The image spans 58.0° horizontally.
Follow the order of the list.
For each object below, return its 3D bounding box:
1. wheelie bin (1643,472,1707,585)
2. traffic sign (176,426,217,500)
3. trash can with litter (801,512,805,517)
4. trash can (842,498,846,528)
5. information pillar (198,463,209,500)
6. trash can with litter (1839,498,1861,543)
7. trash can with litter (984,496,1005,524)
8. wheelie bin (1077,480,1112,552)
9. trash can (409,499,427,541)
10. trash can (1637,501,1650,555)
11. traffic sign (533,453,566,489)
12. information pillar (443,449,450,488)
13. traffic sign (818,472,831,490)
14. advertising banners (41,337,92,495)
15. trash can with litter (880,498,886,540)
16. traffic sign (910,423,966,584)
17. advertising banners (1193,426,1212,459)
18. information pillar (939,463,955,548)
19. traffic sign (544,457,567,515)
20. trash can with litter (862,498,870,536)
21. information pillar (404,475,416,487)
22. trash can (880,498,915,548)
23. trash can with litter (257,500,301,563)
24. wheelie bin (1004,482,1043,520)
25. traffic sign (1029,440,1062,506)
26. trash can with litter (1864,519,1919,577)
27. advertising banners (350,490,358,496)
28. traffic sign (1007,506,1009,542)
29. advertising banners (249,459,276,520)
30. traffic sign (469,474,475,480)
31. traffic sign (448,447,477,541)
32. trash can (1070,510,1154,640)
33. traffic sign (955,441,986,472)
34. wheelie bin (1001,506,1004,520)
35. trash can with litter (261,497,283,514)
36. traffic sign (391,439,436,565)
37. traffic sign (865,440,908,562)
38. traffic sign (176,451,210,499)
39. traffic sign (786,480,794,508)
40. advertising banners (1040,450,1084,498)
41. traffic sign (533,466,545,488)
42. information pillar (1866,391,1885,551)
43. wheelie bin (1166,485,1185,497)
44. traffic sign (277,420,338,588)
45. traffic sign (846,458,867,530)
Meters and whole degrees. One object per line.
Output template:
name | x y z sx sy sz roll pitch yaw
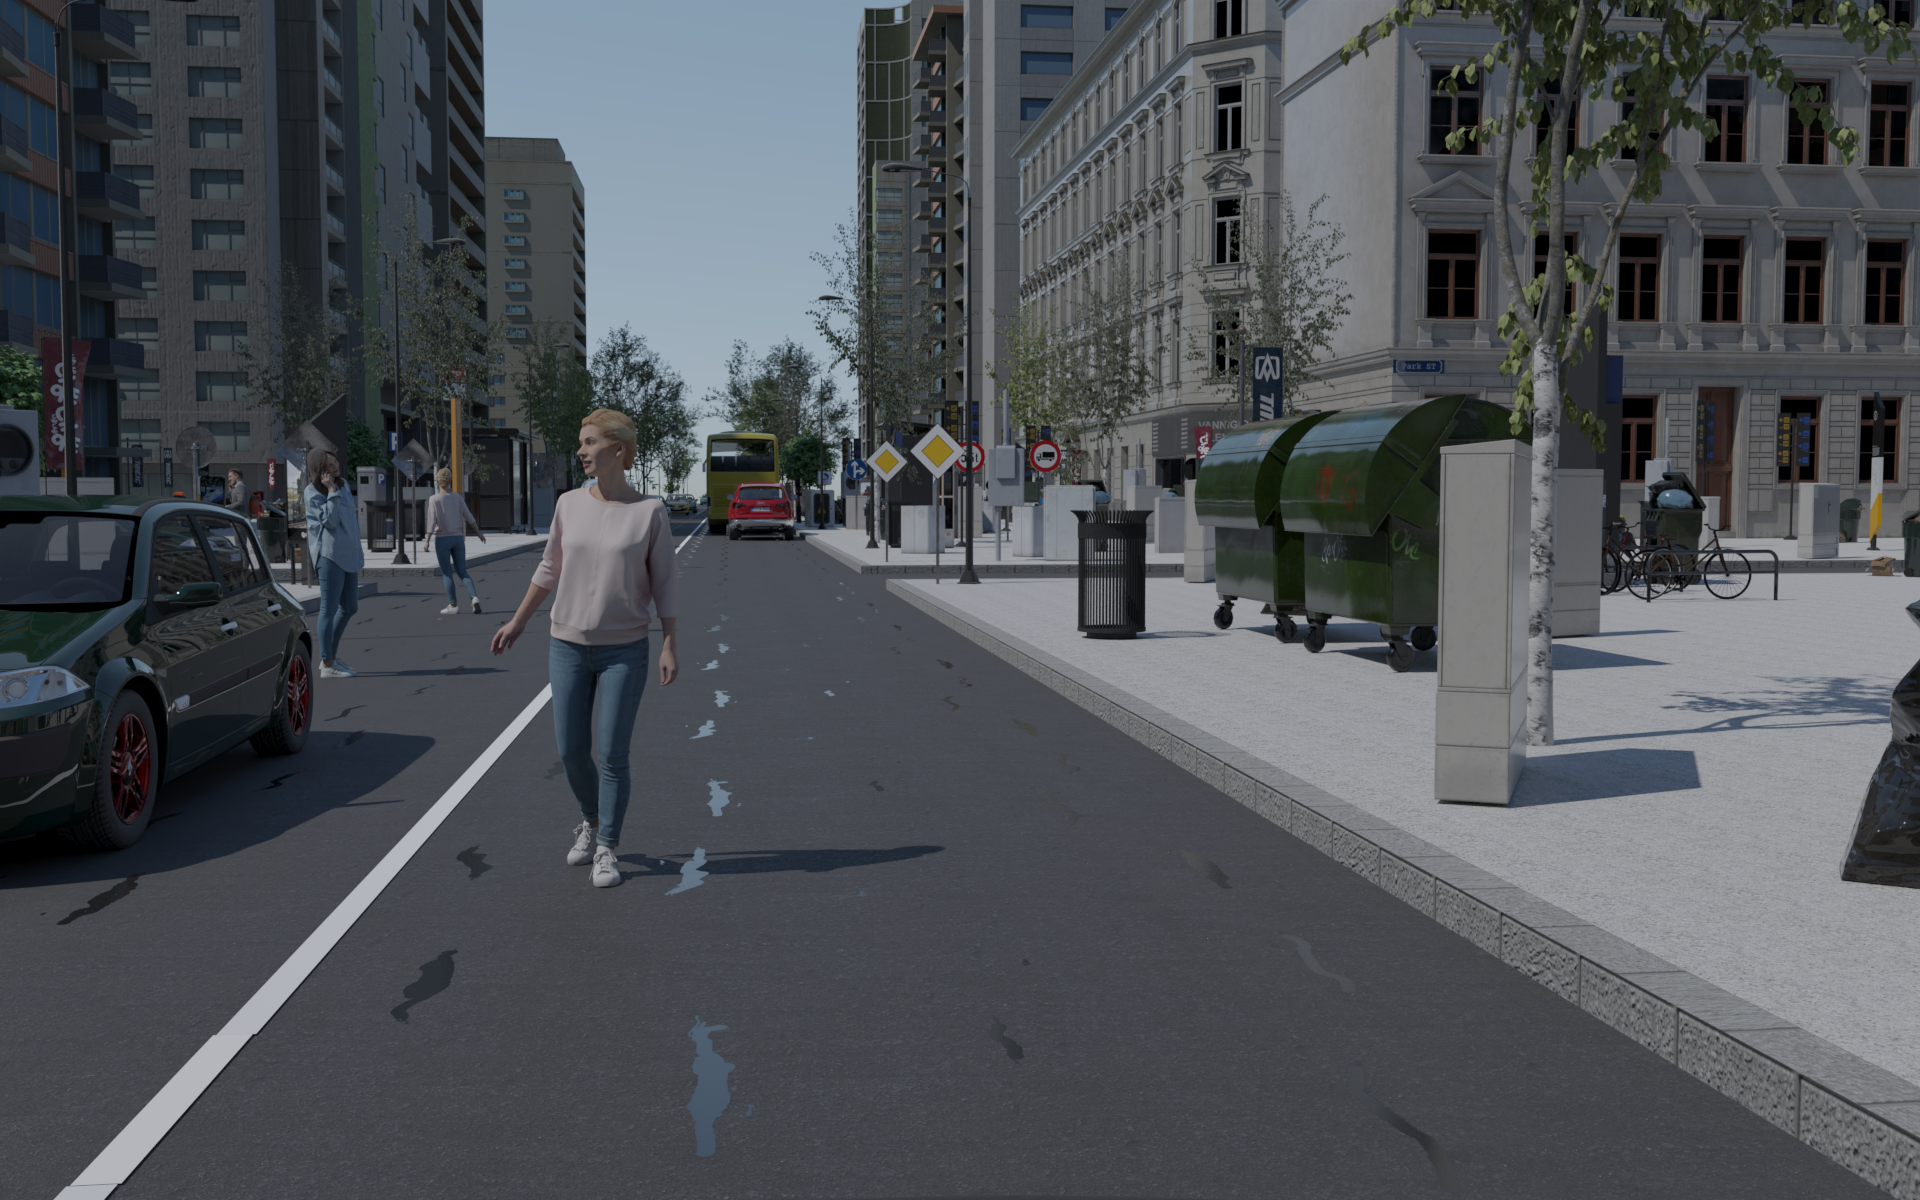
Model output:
wheelie bin | 10.135 -1.021 24.605 0.693 1.594 0.980 0 4 -3
traffic sign | -14.279 -1.974 32.387 0.768 2.556 0.104 0 4 2
trash can with litter | -8.981 -5.318 98.342 1.055 1.170 0.624 -2 4 -34
trash can | -4.153 -3.317 65.878 0.748 1.137 0.748 0 3 0
information pillar | -35.627 -5.522 81.645 0.504 3.616 0.183 -2 4 -30
trash can with litter | 23.326 -2.093 45.600 1.055 1.170 0.624 -2 4 -35
trash can with litter | 1.262 -3.966 75.896 1.678 1.210 2.233 0 4 -1
wheelie bin | 2.926 -1.876 38.582 0.980 1.594 0.693 2 4 32
trash can | -14.947 -2.185 47.377 0.748 1.137 0.748 0 3 0
trash can | 14.761 -1.536 36.767 0.748 1.137 0.748 0 3 0
traffic sign | -20.571 -5.604 85.499 2.265 3.308 0.079 0 3 0
information pillar | -25.517 -5.796 86.112 0.504 3.616 0.183 3 5 45
traffic sign | -6.044 -4.609 77.480 0.606 2.300 0.079 0 4 -5
advertising banners | -10.582 -1.394 18.984 2.074 3.025 0.090 -3 5 -43
trash can with litter | -1.744 -2.238 47.974 1.055 1.170 0.624 1 4 15
traffic sign | -0.320 -1.282 24.610 0.795 2.450 0.064 0 4 -8
advertising banners | 6.911 -2.937 44.213 2.074 3.025 0.090 2 4 30
information pillar | -0.320 -2.231 40.971 0.304 2.012 0.304 -1 4 -18
traffic sign | -13.854 -3.620 59.290 0.768 2.556 0.104 0 4 -7
trash can with litter | -2.438 -2.557 53.192 1.055 1.170 0.624 -1 4 -18
information pillar | -20.798 -3.728 65.446 0.304 2.012 0.304 -3 4 -38
trash can | -1.437 -1.812 41.284 0.748 1.137 0.748 0 3 0
trash can with litter | -12.503 -1.273 32.198 1.055 1.170 0.624 -1 4 -10
wheelie bin | 1.705 -2.231 44.380 0.980 1.594 0.693 0 4 7
traffic sign | 1.998 -2.479 40.644 0.768 2.556 0.104 0 4 -7
trash can with litter | 14.642 -0.946 26.862 1.055 1.170 0.624 2 4 35
advertising banners | -22.170 -4.093 63.112 2.074 3.025 0.090 -2 4 -29
traffic sign | 1.291 -2.727 46.716 0.606 2.300 0.079 0 4 -7
advertising banners | -34.746 -5.488 85.910 2.074 3.025 0.090 1 4 17
traffic sign | -17.890 -3.914 64.103 0.768 2.556 0.104 0 4 -1
traffic sign | -13.468 -2.865 46.949 0.768 2.556 0.104 0 4 -7
trash can | 1.355 -0.232 15.454 0.748 1.137 0.748 0 3 0
traffic sign | 0.225 -2.523 41.353 0.768 2.556 0.104 0 4 -2
wheelie bin | 2.239 -4.842 87.079 0.980 1.594 0.693 1 4 17
trash can with litter | -16.383 -1.873 41.689 1.678 1.210 2.233 1 4 15
traffic sign | -9.899 -1.698 31.411 0.795 2.450 0.064 0 4 -8
traffic sign | -1.377 -1.767 32.525 0.795 2.450 0.064 0 4 -8
traffic sign | -15.103 -2.086 34.210 0.768 2.556 0.104 0 4 1
traffic sign | -8.910 -5.662 92.579 0.884 2.594 0.081 0 4 -7
advertising banners | 3.930 -4.395 68.052 2.074 3.025 0.090 -1 4 -21
traffic sign | -19.400 -4.848 79.373 0.768 2.556 0.104 0 4 -2
information pillar | 20.784 -2.929 39.251 0.183 3.616 0.504 1 4 10
wheelie bin | 7.522 -3.178 59.861 0.693 1.594 0.980 2 4 34
traffic sign | -8.841 -1.214 23.496 0.795 2.450 0.064 0 4 -8
traffic sign | -3.709 -3.791 62.087 0.768 2.556 0.104 0 4 -7
